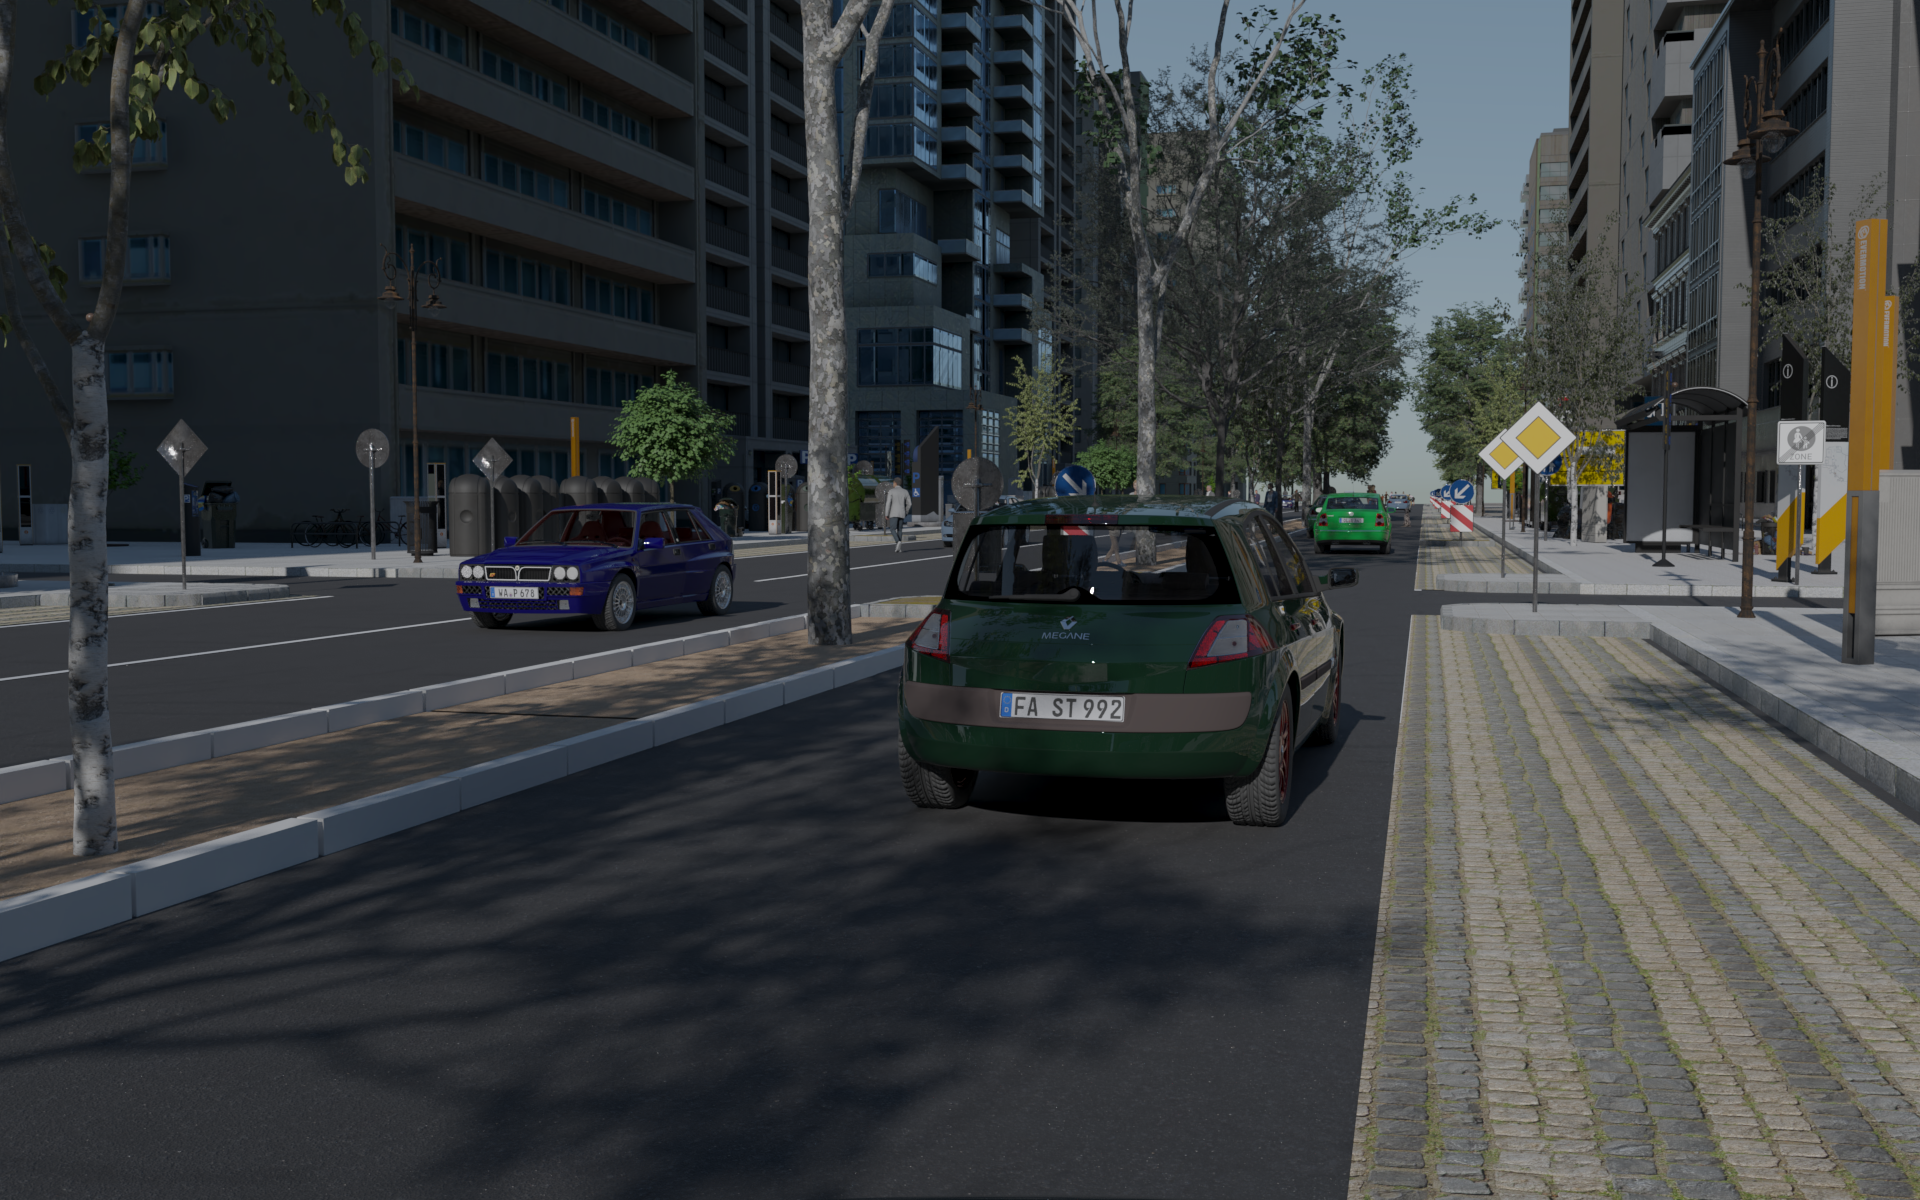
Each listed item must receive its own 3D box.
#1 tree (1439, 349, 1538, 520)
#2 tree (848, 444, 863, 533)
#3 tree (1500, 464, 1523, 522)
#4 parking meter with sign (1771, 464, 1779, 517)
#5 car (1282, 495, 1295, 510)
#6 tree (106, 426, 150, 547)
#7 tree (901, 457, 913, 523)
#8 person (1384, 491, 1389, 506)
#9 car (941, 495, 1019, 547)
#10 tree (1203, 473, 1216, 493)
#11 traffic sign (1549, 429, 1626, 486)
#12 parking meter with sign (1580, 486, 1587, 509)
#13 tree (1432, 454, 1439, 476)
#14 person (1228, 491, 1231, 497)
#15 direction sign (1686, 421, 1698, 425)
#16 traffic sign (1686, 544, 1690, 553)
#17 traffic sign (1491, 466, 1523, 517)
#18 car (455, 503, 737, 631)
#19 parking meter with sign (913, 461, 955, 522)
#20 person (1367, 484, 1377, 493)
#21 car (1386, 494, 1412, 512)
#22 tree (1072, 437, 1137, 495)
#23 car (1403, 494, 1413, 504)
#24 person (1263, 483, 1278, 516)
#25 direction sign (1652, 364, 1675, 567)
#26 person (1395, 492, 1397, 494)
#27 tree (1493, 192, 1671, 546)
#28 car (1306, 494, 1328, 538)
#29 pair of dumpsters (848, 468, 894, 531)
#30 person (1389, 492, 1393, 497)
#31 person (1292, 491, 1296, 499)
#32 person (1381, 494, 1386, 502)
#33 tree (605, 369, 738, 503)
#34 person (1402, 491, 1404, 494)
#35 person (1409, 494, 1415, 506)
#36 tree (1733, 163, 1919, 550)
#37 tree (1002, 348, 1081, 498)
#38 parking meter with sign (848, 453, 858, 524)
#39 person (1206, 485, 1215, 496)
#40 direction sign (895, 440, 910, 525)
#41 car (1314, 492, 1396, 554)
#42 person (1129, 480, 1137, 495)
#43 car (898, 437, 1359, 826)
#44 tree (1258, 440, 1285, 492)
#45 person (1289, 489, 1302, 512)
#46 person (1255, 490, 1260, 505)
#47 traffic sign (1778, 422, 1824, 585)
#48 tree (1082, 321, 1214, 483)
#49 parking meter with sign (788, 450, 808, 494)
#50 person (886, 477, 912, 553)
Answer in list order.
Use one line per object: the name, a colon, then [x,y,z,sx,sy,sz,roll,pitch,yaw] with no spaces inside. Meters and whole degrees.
tree: [27.197,-8.349,86.875,4.737,8.622,4.395,0,3,0]
tree: [-3.977,-3.788,56.534,1.663,3.219,1.824,0,3,0]
tree: [25.740,-5.254,80.509,1.663,3.219,1.824,0,3,0]
parking meter with sign: [21.101,-2.924,44.061,0.543,3.016,1.738,0,4,7]
car: [30.167,-9.060,160.711,1.945,1.354,3.894,1,4,14]
tree: [-20.982,-2.917,42.292,1.663,3.219,1.824,0,3,0]
tree: [-1.769,-4.995,76.265,1.663,3.219,1.824,0,3,0]
person: [51.296,-12.211,208.674,0.721,1.766,1.217,-3,5,-40]
car: [0.774,-2.199,47.954,2.014,1.417,4.499,1,4,14]
tree: [22.853,-9.928,156.917,1.663,3.219,1.824,0,3,0]
traffic sign: [19.865,-3.732,54.897,2.265,3.308,0.079,1,4,22]
parking meter with sign: [28.081,-5.029,78.483,1.738,3.016,0.543,-2,4,-26]
tree: [42.479,-11.812,143.493,4.737,8.622,4.395,0,3,0]
person: [23.046,-8.512,148.476,0.445,1.727,0.742,0,4,-4]
direction sign: [22.140,-3.691,52.353,0.379,3.537,0.876,0,4,-3]
traffic sign: [15.970,-2.311,37.898,0.768,2.556,0.104,1,4,21]
traffic sign: [30.297,-6.182,94.942,2.265,3.308,0.079,1,4,18]
car: [-3.981,-0.421,19.468,1.945,1.354,3.894,1,4,17]
parking meter with sign: [-1.059,-4.669,72.595,1.738,3.016,0.543,1,4,14]
person: [16.991,-3.859,71.565,0.573,1.828,0.580,-2,4,-32]
car: [34.540,-7.603,136.316,2.014,1.417,4.499,1,4,17]
tree: [8.145,-7.140,100.450,4.285,4.588,4.351,0,3,0]
car: [41.098,-9.221,160.983,2.015,1.641,3.980,1,4,14]
person: [11.017,-3.224,61.239,0.654,1.822,0.581,-3,5,-41]
direction sign: [12.440,-2.356,30.518,0.379,3.537,0.876,2,4,28]
person: [55.614,-12.977,221.386,1.217,1.736,0.721,-3,5,-40]
tree: [15.027,-5.611,42.096,4.360,8.622,3.978,0,3,0]
car: [12.629,-2.810,57.734,2.131,1.459,4.920,1,4,17]
pair of dumpsters: [-3.481,-3.649,62.151,1.574,2.255,4.437,1,4,15]
person: [46.939,-10.941,188.321,0.436,1.711,0.756,0,4,7]
person: [41.131,-12.482,212.577,1.348,1.824,0.705,3,4,37]
person: [48.679,-11.486,199.554,1.065,1.426,0.557,1,4,15]
tree: [-7.572,-3.749,45.016,4.285,4.588,4.351,0,3,0]
person: [65.127,-15.033,254.305,1.348,1.823,0.705,-1,4,-16]
person: [53.271,-11.784,204.355,0.799,1.438,0.628,1,4,15]
tree: [19.863,-5.448,39.439,4.360,8.622,3.978,0,3,0]
tree: [3.965,-8.402,87.738,4.737,8.622,4.395,0,3,0]
parking meter with sign: [-4.609,-4.813,74.951,0.543,3.016,1.738,0,4,2]
person: [9.735,-3.609,67.906,0.834,1.777,0.661,-2,4,-31]
direction sign: [-2.402,-4.908,72.242,0.876,3.537,0.379,3,5,42]
car: [9.712,-2.070,42.638,1.959,1.807,4.718,1,4,15]
person: [4.460,-2.108,43.314,0.624,1.780,0.694,-3,4,-38]
car: [1.010,0.047,9.021,2.009,1.686,4.222,1,4,17]
tree: [37.946,-16.036,212.550,4.737,8.622,4.395,0,3,0]
person: [26.839,-7.922,138.168,1.348,1.807,0.705,-2,4,-34]
person: [19.112,-6.253,111.648,0.530,1.710,0.541,-2,4,-30]
traffic sign: [11.796,-1.359,24.345,0.606,2.300,0.079,1,4,20]
tree: [13.061,-13.065,120.266,9.857,13.997,8.962,0,3,0]
parking meter with sign: [-6.535,-4.468,69.316,0.543,3.016,1.738,-2,4,-32]
person: [-1.497,-2.097,42.627,0.661,1.843,0.795,-1,4,-23]
